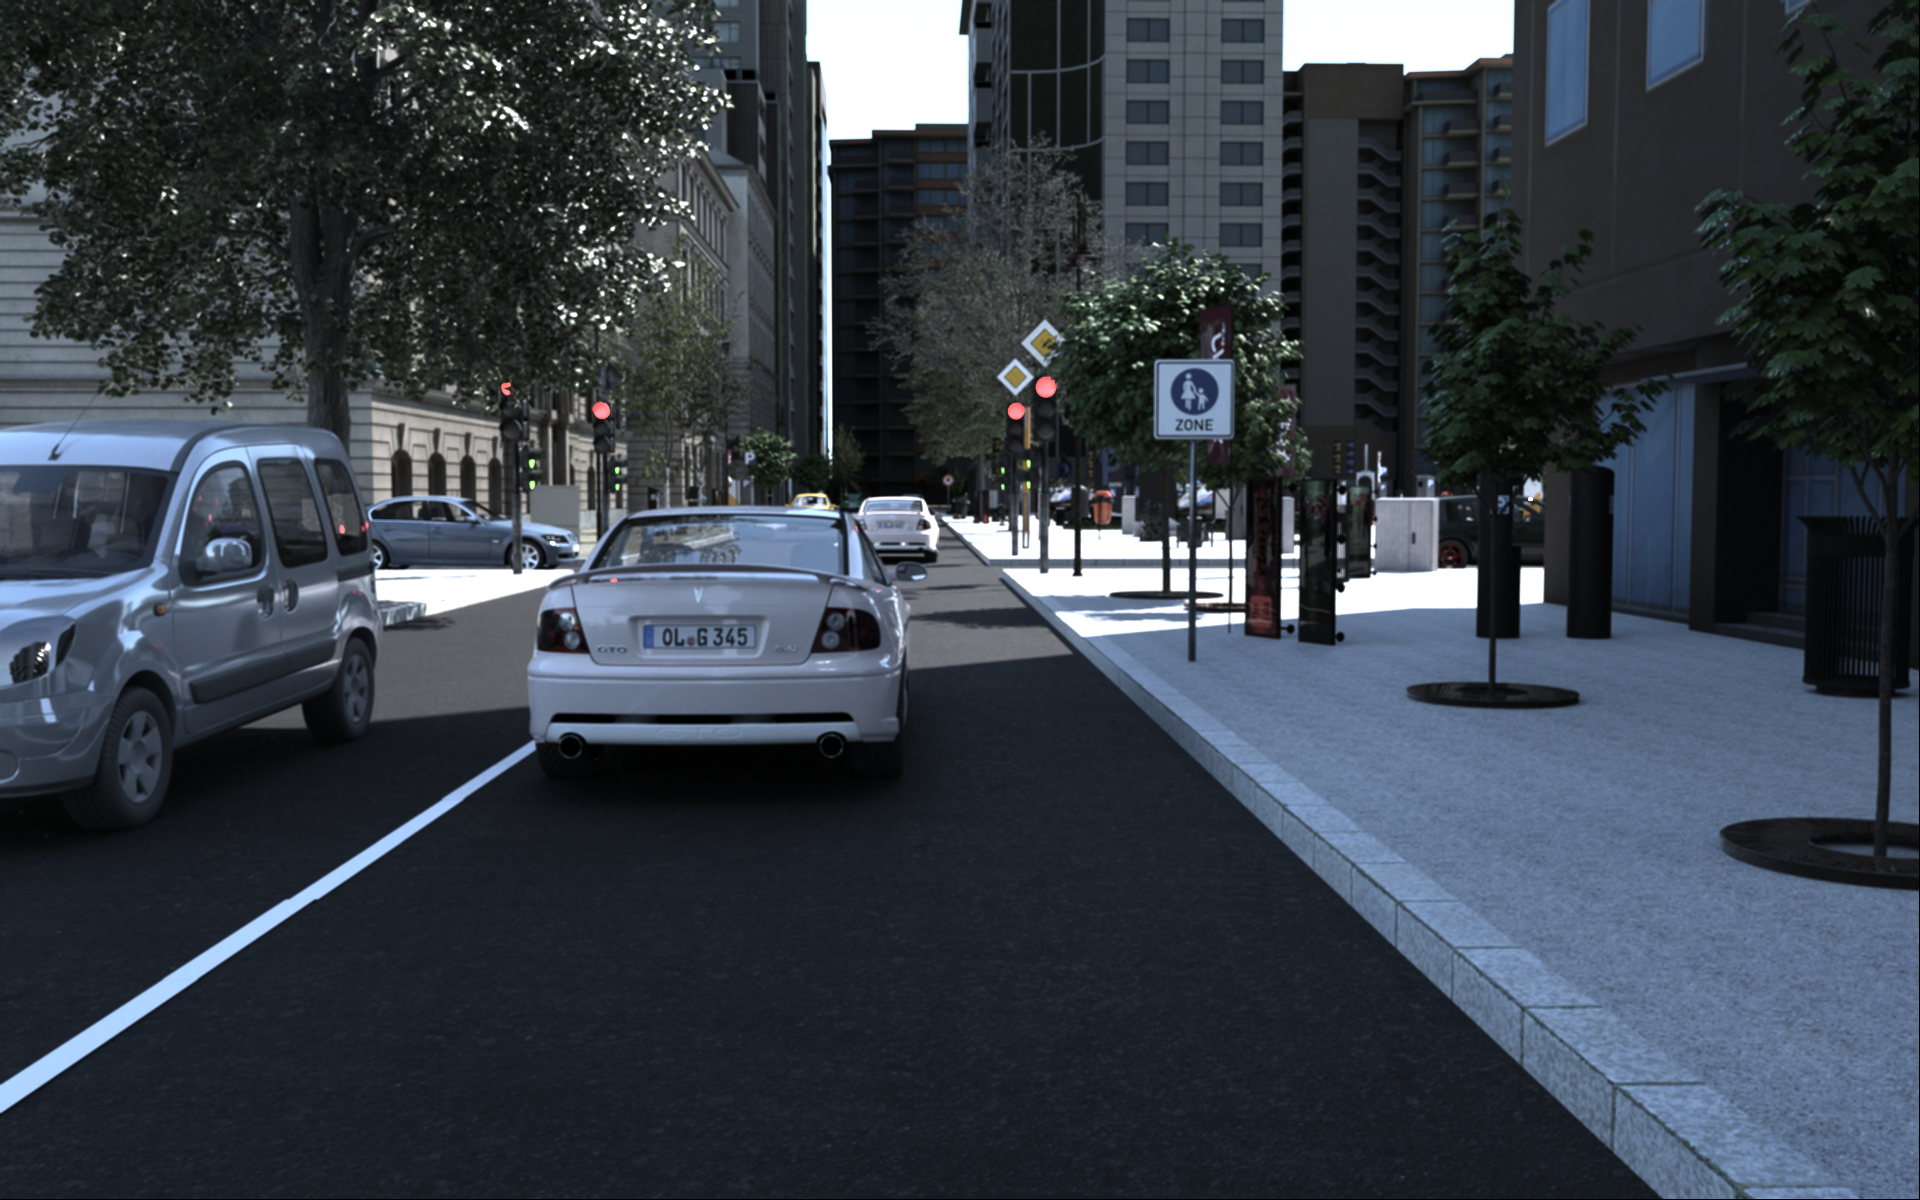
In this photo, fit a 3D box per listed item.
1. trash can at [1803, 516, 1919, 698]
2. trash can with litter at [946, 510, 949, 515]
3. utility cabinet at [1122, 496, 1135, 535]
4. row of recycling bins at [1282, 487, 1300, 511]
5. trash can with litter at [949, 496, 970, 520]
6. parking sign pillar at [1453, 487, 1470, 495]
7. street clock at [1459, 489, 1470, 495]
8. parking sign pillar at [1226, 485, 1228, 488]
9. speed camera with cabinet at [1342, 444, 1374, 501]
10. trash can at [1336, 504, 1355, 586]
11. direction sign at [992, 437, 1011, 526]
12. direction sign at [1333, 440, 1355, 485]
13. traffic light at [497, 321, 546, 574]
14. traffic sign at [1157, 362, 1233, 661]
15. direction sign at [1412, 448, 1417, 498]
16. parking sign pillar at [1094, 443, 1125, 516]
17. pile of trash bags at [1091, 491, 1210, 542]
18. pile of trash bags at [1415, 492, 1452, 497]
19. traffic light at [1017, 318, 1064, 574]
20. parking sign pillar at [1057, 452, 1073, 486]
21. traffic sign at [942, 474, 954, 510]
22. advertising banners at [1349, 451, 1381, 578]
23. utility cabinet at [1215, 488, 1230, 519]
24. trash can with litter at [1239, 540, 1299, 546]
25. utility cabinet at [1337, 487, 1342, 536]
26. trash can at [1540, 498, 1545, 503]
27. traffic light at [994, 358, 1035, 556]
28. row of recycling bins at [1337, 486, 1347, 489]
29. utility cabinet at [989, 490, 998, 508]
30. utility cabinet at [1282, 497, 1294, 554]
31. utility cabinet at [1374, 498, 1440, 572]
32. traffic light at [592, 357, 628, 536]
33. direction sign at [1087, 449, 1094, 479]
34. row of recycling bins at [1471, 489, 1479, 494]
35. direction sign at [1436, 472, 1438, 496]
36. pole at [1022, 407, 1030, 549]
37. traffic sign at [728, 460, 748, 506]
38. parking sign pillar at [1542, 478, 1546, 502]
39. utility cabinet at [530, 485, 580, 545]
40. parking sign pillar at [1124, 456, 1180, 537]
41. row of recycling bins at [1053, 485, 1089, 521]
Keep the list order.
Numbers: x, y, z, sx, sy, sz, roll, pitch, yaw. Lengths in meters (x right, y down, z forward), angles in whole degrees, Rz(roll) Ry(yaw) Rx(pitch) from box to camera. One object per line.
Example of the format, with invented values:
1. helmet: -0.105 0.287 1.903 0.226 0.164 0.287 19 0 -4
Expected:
1. trash can: 5.754 0.034 11.097 0.748 1.137 0.748 0 3 0
2. trash can with litter: -0.506 -5.871 107.370 0.624 1.170 1.055 -3 5 -40
3. utility cabinet: 5.651 -2.676 54.911 1.020 1.237 0.306 1 4 23
4. row of recycling bins: 18.822 -5.840 102.595 3.534 1.692 1.069 0 4 -4
5. trash can with litter: 0.043 -4.661 87.592 0.624 1.170 1.055 1 4 22
6. parking sign pillar: 31.984 -7.460 110.439 1.447 3.967 1.447 -1 4 -15
7. street clock: 17.107 -3.314 58.749 0.471 2.002 0.358 1 4 22
8. parking sign pillar: 13.352 -6.249 90.642 1.447 3.967 1.447 -1 4 -12
9. speed camera with cabinet: 15.438 -4.565 68.976 2.038 3.252 0.660 1 4 17
10. trash can: 5.113 -0.761 24.094 0.748 1.137 0.748 0 3 0
11. direction sign: 1.697 -4.732 69.370 0.876 3.537 0.379 2 4 26
12. direction sign: 16.113 -4.943 72.817 0.876 3.537 0.379 1 4 17
13. traffic light: -7.066 -2.367 27.624 0.839 4.253 0.868 0 4 -2
14. traffic sign: 1.781 -0.679 13.238 0.606 2.300 0.079 0 4 2
15. direction sign: 22.594 -5.757 86.118 0.379 3.537 0.876 0 4 2
16. parking sign pillar: 6.301 -5.165 72.921 1.447 3.967 1.447 -2 4 -33
17. pile of trash bags: 5.236 -2.310 47.518 3.447 1.369 1.912 2 4 24
18. pile of trash bags: 20.052 -3.966 74.590 3.447 1.369 1.912 -3 4 -38
19. traffic light: 1.342 -2.382 27.869 0.839 4.253 0.868 0 4 -2
20. parking sign pillar: 6.628 -7.392 109.337 1.447 3.967 1.447 -2 4 -28
21. traffic sign: -0.752 -6.803 111.327 0.768 2.556 0.104 0 4 4
22. advertising banners: 5.636 -1.886 27.019 0.090 3.025 2.074 -3 5 -40
23. utility cabinet: 10.280 -3.653 68.409 1.173 1.500 0.318 3 4 36
24. trash can with litter: 8.172 -1.999 43.741 1.678 1.210 2.233 -1 4 -15
25. utility cabinet: 10.995 -2.620 51.513 0.318 1.500 1.173 -1 4 -10
26. trash can: 34.565 -5.618 103.512 0.748 1.137 0.748 0 3 0
27. traffic light: 1.124 -2.870 35.851 0.839 4.253 0.868 0 4 -2
28. row of recycling bins: 20.364 -5.158 91.439 1.069 1.692 3.534 -2 4 -35
29. utility cabinet: 1.655 -5.820 103.834 1.173 1.500 0.318 0 4 -7
30. utility cabinet: 6.907 -1.616 37.583 0.306 1.237 1.020 -1 4 -16
31. utility cabinet: 7.419 -1.079 28.801 1.020 1.237 0.306 3 4 39
32. traffic light: -7.284 -2.855 35.606 0.839 4.253 0.868 0 4 -2
33. direction sign: 6.827 -5.860 87.807 0.876 3.537 0.379 -1 4 -20
34. row of recycling bins: 26.983 -4.936 87.820 1.069 1.692 3.534 -1 4 -9
35. direction sign: 28.163 -6.741 102.214 0.379 3.537 0.876 0 4 7
36. pole: 1.551 -2.858 40.577 0.158 3.312 0.155 0 3 0
37. traffic sign: -8.215 -3.900 63.867 0.768 2.556 0.104 0 4 1
38. parking sign pillar: 30.541 -6.144 88.924 1.447 3.967 1.447 -3 5 -42
39. utility cabinet: -10.116 -2.113 43.224 1.173 1.500 0.318 -1 4 -22
40. parking sign pillar: 5.967 -3.900 52.231 1.447 3.967 1.447 -1 4 -13
41. row of recycling bins: 5.255 -4.564 81.742 1.069 1.692 3.534 -1 4 -14
